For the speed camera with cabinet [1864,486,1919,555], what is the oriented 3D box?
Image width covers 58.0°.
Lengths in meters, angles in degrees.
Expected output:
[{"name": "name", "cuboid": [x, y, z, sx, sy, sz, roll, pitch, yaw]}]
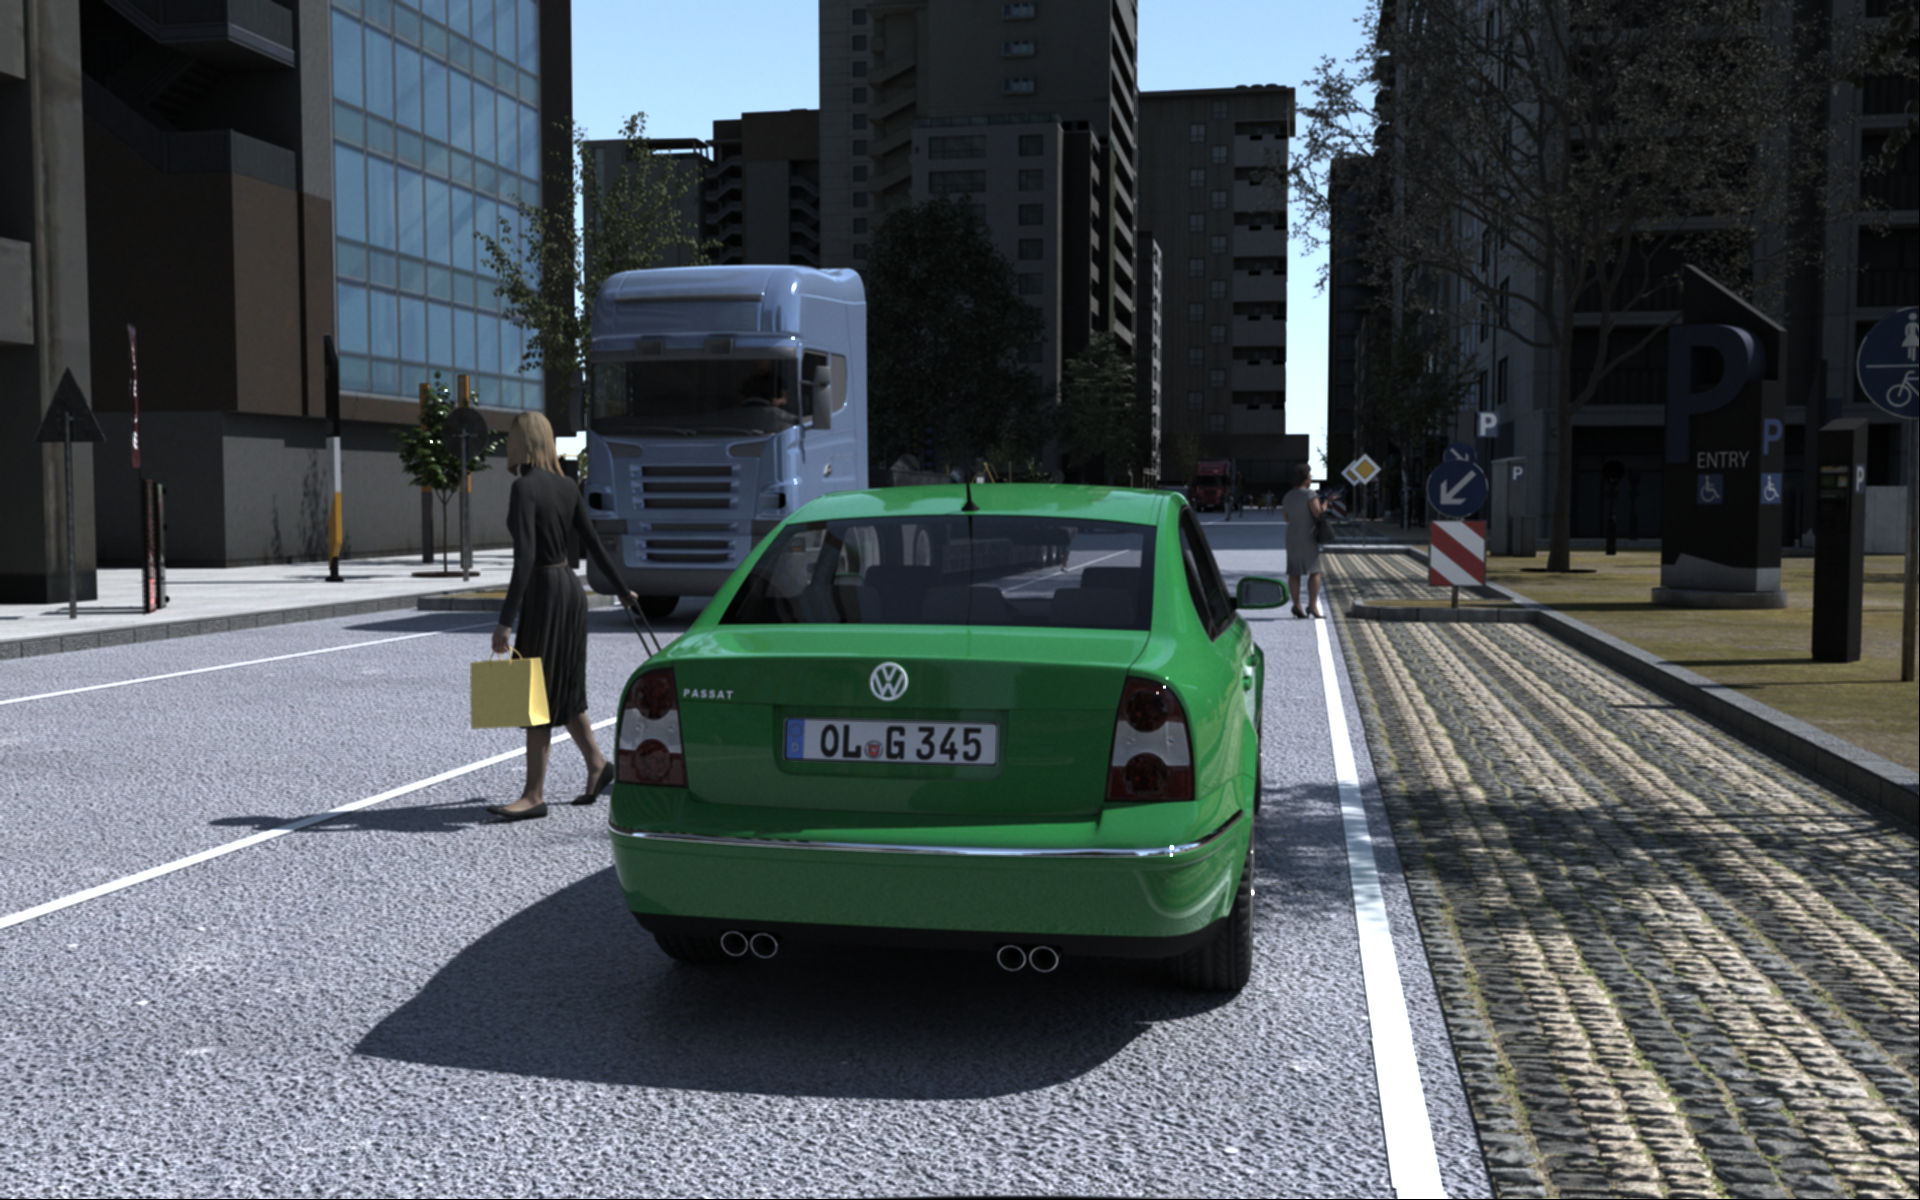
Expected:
[{"name": "speed camera with cabinet", "cuboid": [19.427, -2.612, 37.038, 0.660, 3.252, 2.038, -3, 4, -38]}]

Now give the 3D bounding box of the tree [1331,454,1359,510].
[{"name": "tree", "cuboid": [31.743, -9.572, 140.218, 4.285, 4.588, 4.351, 0, 3, 0]}]

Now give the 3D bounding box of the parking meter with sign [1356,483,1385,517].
[{"name": "parking meter with sign", "cuboid": [22.943, -6.142, 96.685, 1.738, 3.016, 0.543, 3, 4, 39]}]

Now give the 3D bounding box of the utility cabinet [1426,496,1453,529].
[{"name": "utility cabinet", "cuboid": [17.695, -3.219, 63.788, 1.020, 1.237, 0.306, 0, 4, -2]}]

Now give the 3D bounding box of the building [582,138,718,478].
[{"name": "building", "cuboid": [-34.584, -31.697, 201.841, 14.086, 41.232, 14.154, 1, 4, 11]}]

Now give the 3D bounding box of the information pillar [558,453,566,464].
[{"name": "information pillar", "cuboid": [-22.512, -6.520, 97.963, 0.504, 3.616, 0.183, 1, 4, 8]}]

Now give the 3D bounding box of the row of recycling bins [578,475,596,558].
[{"name": "row of recycling bins", "cuboid": [-7.624, -1.707, 35.024, 3.534, 1.692, 1.069, 2, 4, 32]}]

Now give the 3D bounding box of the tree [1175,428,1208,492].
[{"name": "tree", "cuboid": [25.044, -14.797, 192.297, 4.360, 8.622, 3.978, 0, 3, 0]}]

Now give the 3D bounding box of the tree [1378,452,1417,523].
[{"name": "tree", "cuboid": [19.155, -5.012, 76.543, 1.663, 3.219, 1.824, 0, 3, 0]}]

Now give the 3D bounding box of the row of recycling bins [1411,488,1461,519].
[{"name": "row of recycling bins", "cuboid": [24.021, -5.026, 89.287, 3.534, 1.692, 1.069, 0, 4, 6]}]

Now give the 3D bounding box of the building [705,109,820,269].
[{"name": "building", "cuboid": [-20.086, -33.575, 199.063, 14.200, 45.320, 14.600, 1, 4, 11]}]

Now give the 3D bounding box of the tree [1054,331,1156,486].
[{"name": "tree", "cuboid": [10.038, -12.425, 121.278, 7.486, 12.596, 7.792, 0, 3, 0]}]

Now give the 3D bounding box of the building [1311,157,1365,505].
[{"name": "building", "cuboid": [58.799, -34.346, 216.179, 28.867, 44.769, 22.147, 1, 4, 11]}]

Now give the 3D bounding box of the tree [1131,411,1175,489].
[{"name": "tree", "cuboid": [15.614, -12.060, 147.537, 4.360, 8.622, 3.978, 0, 3, 0]}]

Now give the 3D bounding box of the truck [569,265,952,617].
[{"name": "truck", "cuboid": [-0.979, -2.254, 26.613, 2.967, 4.110, 18.799, 1, 4, 13]}]

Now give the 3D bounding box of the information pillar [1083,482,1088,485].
[{"name": "information pillar", "cuboid": [7.497, -6.075, 103.825, 0.304, 2.012, 0.304, 0, 4, 5]}]

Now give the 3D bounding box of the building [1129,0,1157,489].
[{"name": "building", "cuboid": [9.238, -44.938, 172.995, 20.563, 71.187, 20.611, 1, 4, 11]}]

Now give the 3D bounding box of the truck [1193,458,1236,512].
[{"name": "truck", "cuboid": [20.457, -9.148, 138.475, 2.839, 4.237, 11.283, 1, 4, 13]}]

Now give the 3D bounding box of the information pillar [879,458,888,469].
[{"name": "information pillar", "cuboid": [-3.230, -4.986, 72.874, 0.183, 3.616, 0.504, -3, 5, -44]}]

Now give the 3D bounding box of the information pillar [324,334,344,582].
[{"name": "information pillar", "cuboid": [-9.155, -2.076, 25.297, 0.183, 3.616, 0.504, -2, 4, -33]}]

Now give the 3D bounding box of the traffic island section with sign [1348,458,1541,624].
[{"name": "traffic island section with sign", "cuboid": [5.594, -0.704, 20.133, 1.989, 1.847, 2.006, 1, 4, 11]}]

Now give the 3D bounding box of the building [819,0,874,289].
[{"name": "building", "cuboid": [-2.858, -46.057, 191.279, 20.611, 71.187, 20.563, 1, 4, 11]}]

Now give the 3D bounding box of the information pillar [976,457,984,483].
[{"name": "information pillar", "cuboid": [0.972, -5.744, 85.268, 0.183, 3.616, 0.504, 3, 5, 43]}]

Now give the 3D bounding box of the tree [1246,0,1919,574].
[{"name": "tree", "cuboid": [9.987, -7.198, 28.055, 12.009, 13.543, 11.850, 0, 3, 0]}]

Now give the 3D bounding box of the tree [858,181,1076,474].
[{"name": "tree", "cuboid": [-0.816, -8.994, 64.053, 9.611, 12.733, 9.660, 0, 3, 0]}]

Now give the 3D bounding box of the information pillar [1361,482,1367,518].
[{"name": "information pillar", "cuboid": [21.832, -5.448, 93.574, 0.304, 2.012, 0.304, 1, 4, 9]}]

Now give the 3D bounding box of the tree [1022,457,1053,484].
[{"name": "tree", "cuboid": [3.386, -5.410, 83.049, 1.663, 3.219, 1.824, 0, 3, 0]}]

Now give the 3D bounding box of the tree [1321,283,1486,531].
[{"name": "tree", "cuboid": [15.717, -6.717, 60.185, 4.737, 8.622, 4.395, 0, 3, 0]}]

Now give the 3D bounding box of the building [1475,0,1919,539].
[{"name": "building", "cuboid": [28.614, -37.738, 55.265, 20.611, 71.187, 20.563, 1, 4, 11]}]

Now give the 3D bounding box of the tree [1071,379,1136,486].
[{"name": "tree", "cuboid": [9.221, -9.852, 111.435, 4.737, 8.622, 4.395, 0, 3, 0]}]

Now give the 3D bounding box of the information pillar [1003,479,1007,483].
[{"name": "information pillar", "cuboid": [2.115, -4.952, 85.458, 0.304, 2.012, 0.304, 2, 4, 31]}]

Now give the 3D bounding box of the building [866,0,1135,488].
[{"name": "building", "cuboid": [3.688, -32.361, 152.803, 21.300, 48.544, 21.600, 1, 4, 11]}]

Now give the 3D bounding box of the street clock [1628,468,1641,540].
[{"name": "street clock", "cuboid": [18.713, -2.662, 48.098, 0.358, 2.002, 0.471, 1, 4, 9]}]

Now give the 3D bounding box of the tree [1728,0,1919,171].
[{"name": "tree", "cuboid": [5.391, -3.499, 7.574, 4.360, 8.622, 3.978, 0, 3, 0]}]

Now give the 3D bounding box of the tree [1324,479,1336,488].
[{"name": "tree", "cuboid": [39.168, -11.402, 181.016, 1.663, 3.219, 1.824, 0, 3, 0]}]

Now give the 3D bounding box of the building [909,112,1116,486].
[{"name": "building", "cuboid": [4.398, -22.224, 135.062, 14.160, 30.474, 14.107, 1, 4, 11]}]

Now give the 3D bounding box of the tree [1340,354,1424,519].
[{"name": "tree", "cuboid": [22.148, -8.581, 90.656, 4.360, 8.622, 3.978, 0, 3, 0]}]

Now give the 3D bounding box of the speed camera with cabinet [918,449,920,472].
[{"name": "speed camera with cabinet", "cuboid": [-1.757, -5.065, 77.152, 0.660, 3.252, 2.038, 1, 4, 18]}]

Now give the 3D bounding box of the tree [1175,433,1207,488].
[{"name": "tree", "cuboid": [27.004, -15.444, 202.870, 4.737, 8.622, 4.395, 0, 3, 0]}]

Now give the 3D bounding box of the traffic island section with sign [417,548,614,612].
[{"name": "traffic island section with sign", "cuboid": [-5.521, -0.820, 22.040, 1.989, 1.847, 2.006, 1, 4, 11]}]

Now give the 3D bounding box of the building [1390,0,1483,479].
[{"name": "building", "cuboid": [39.779, -29.293, 129.053, 14.600, 45.320, 14.200, 1, 4, 11]}]

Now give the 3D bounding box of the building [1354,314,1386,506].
[{"name": "building", "cuboid": [55.184, -20.373, 178.132, 27.650, 21.520, 28.899, 1, 4, 11]}]

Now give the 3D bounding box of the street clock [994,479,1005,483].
[{"name": "street clock", "cuboid": [1.864, -4.725, 81.824, 0.471, 2.002, 0.358, -2, 4, -25]}]

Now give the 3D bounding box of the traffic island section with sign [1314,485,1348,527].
[{"name": "traffic island section with sign", "cuboid": [16.265, -4.055, 74.920, 1.989, 1.847, 2.006, 1, 4, 11]}]

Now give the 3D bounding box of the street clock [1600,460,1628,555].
[{"name": "street clock", "cuboid": [13.721, -1.950, 36.451, 0.471, 2.002, 0.358, 1, 4, 16]}]

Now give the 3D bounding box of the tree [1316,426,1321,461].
[{"name": "tree", "cuboid": [37.612, -13.613, 172.941, 4.737, 8.622, 4.395, 0, 3, 0]}]

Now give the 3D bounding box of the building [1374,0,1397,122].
[{"name": "building", "cuboid": [47.091, -30.275, 149.624, 22.147, 44.769, 28.867, 1, 4, 11]}]

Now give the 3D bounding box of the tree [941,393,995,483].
[{"name": "tree", "cuboid": [-0.702, -9.140, 99.808, 4.737, 8.622, 4.395, 0, 3, 0]}]

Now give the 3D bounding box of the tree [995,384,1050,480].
[{"name": "tree", "cuboid": [4.047, -10.000, 113.864, 4.737, 8.622, 4.395, 0, 3, 0]}]

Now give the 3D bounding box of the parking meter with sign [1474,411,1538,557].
[{"name": "parking meter with sign", "cuboid": [11.335, -2.421, 35.844, 0.543, 3.016, 1.738, -1, 4, -15]}]

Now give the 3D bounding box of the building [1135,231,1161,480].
[{"name": "building", "cuboid": [15.106, -25.751, 192.733, 14.107, 30.474, 14.160, 1, 4, 11]}]

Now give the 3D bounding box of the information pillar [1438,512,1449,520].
[{"name": "information pillar", "cuboid": [14.240, -2.844, 50.990, 0.304, 2.012, 0.304, 1, 4, 20]}]

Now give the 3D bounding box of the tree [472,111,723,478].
[{"name": "tree", "cuboid": [-6.687, -5.038, 32.742, 4.737, 8.622, 4.395, 0, 3, 0]}]

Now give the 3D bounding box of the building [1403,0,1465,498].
[{"name": "building", "cuboid": [39.111, -29.694, 105.102, 23.786, 49.044, 30.456, 1, 4, 11]}]

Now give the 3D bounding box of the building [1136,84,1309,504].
[{"name": "building", "cuboid": [31.476, -38.872, 224.800, 27.495, 52.752, 28.713, 1, 4, 11]}]

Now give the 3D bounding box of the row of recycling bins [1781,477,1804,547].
[{"name": "row of recycling bins", "cuboid": [18.340, -2.012, 40.016, 3.534, 1.692, 1.069, 2, 4, 27]}]

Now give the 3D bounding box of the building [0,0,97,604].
[{"name": "building", "cuboid": [-22.904, -23.702, 11.233, 21.300, 48.544, 21.600, 1, 4, 11]}]

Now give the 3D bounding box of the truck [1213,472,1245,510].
[{"name": "truck", "cuboid": [23.780, -9.696, 154.450, 3.469, 3.379, 9.791, 1, 4, 11]}]

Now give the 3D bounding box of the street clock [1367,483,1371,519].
[{"name": "street clock", "cuboid": [20.773, -5.092, 87.829, 0.358, 2.002, 0.471, 1, 4, 11]}]

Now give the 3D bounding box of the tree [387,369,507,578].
[{"name": "tree", "cuboid": [-8.169, -1.984, 27.044, 1.663, 3.219, 1.824, 0, 3, 0]}]
